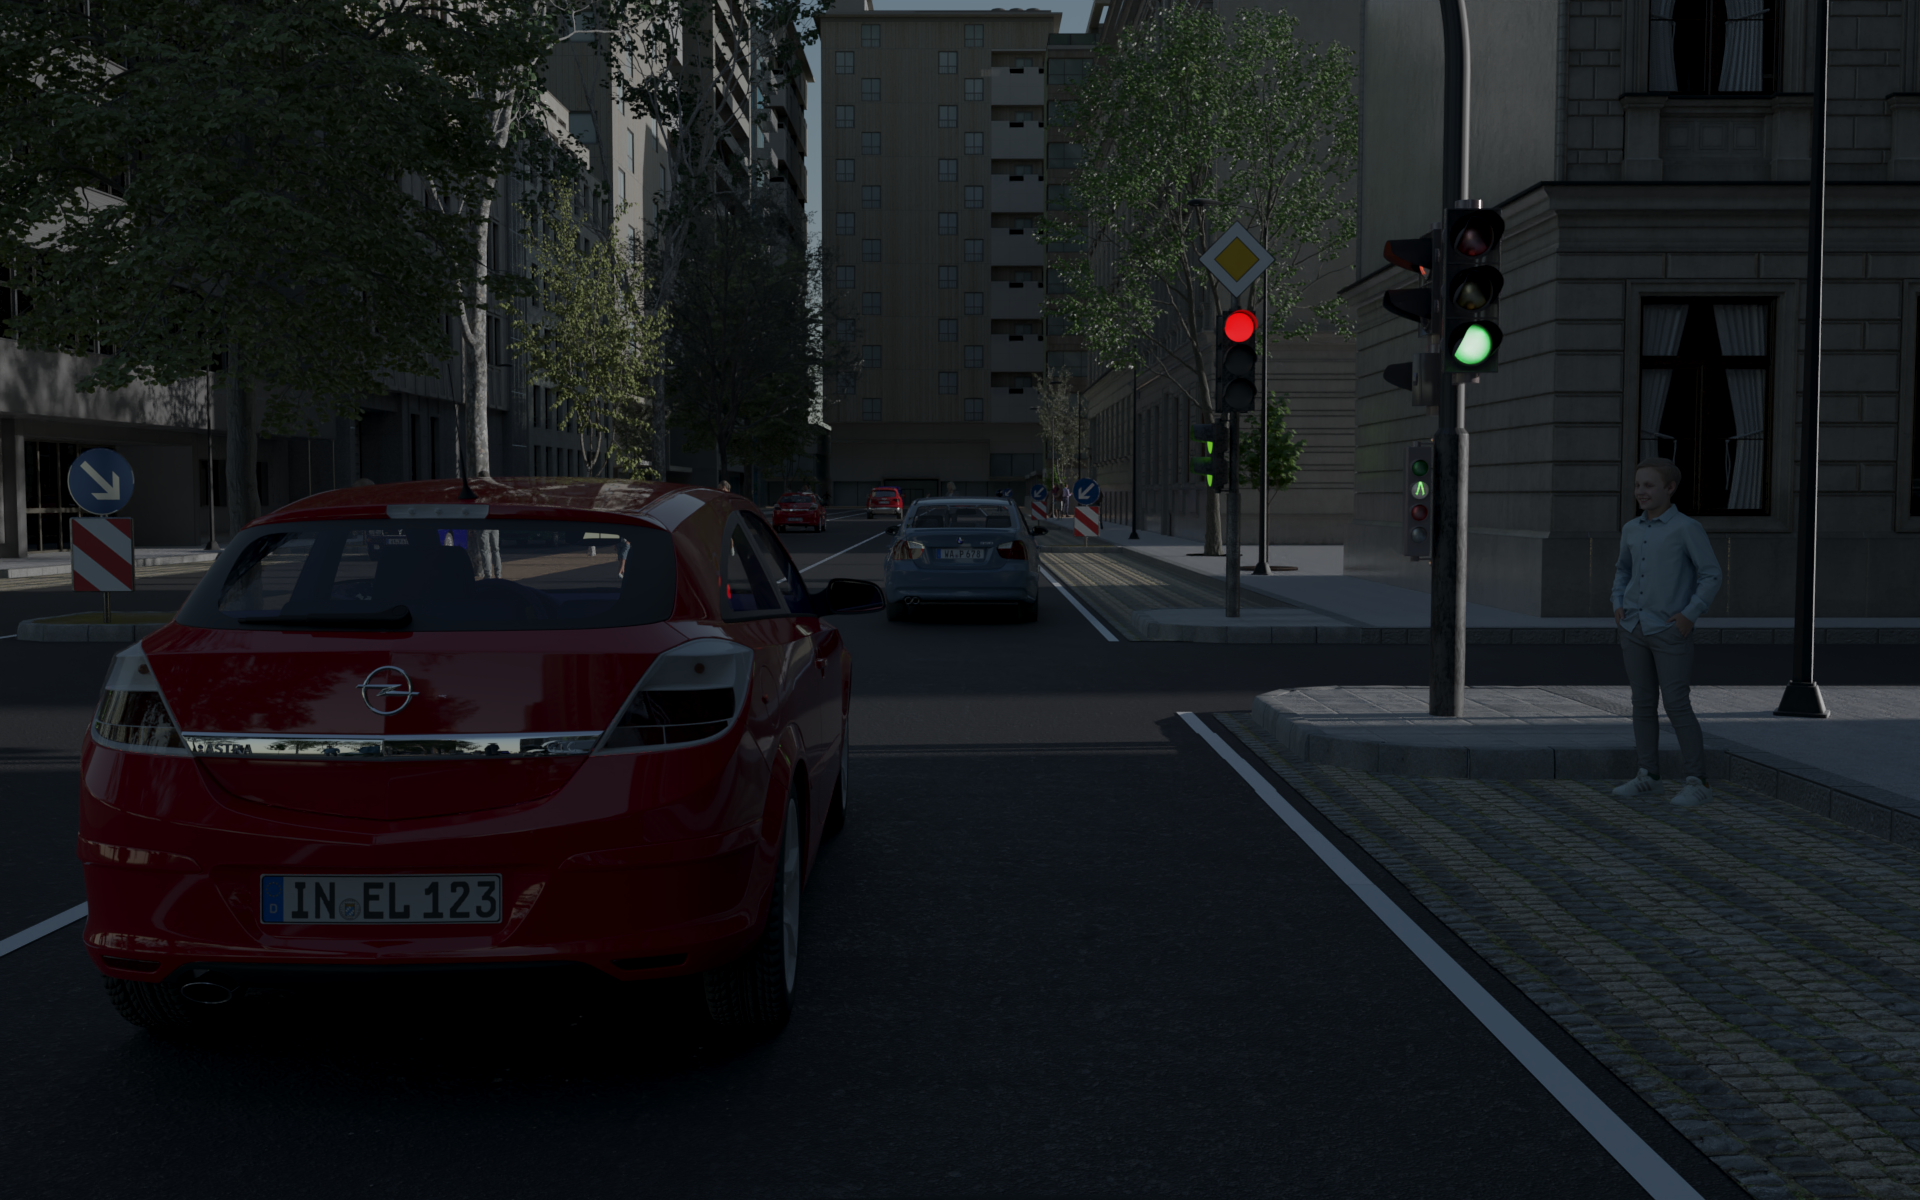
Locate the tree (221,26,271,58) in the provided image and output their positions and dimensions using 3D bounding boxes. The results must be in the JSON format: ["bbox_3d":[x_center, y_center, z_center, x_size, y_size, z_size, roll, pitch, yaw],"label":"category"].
[{"bbox_3d":[-9.552,-10.516,30.281,12.611,20.169,13.585,0,3,0],"label":"tree"}]

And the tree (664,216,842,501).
[{"bbox_3d":[-8.701,-9.153,70.242,7.486,12.596,7.792,0,3,0],"label":"tree"}]

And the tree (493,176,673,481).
[{"bbox_3d":[-8.437,-5.295,39.387,4.737,8.622,4.395,0,3,0],"label":"tree"}]

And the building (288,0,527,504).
[{"bbox_3d":[-23.339,-14.719,58.683,12.078,24.808,19.932,0,4,0],"label":"building"}]

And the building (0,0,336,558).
[{"bbox_3d":[-24.576,-13.123,33.624,14.314,24.678,30.058,0,4,0],"label":"building"}]

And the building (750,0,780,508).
[{"bbox_3d":[-32.250,-32.884,157.257,30.456,49.044,23.786,0,4,0],"label":"building"}]

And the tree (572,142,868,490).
[{"bbox_3d":[-8.256,-9.025,60.382,12.009,13.543,11.850,0,3,0],"label":"tree"}]

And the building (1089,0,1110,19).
[{"bbox_3d":[21.694,-26.895,131.622,32.217,40.220,23.993,0,4,0],"label":"building"}]

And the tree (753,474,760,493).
[{"bbox_3d":[-17.416,-9.139,144.027,1.663,3.219,1.824,0,3,0],"label":"tree"}]

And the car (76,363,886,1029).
[{"bbox_3d":[-1.353,0.178,6.134,2.155,1.783,4.494,0,4,-1],"label":"car"}]

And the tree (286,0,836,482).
[{"bbox_3d":[-9.465,-11.587,47.796,12.611,20.169,13.585,0,3,0],"label":"tree"}]

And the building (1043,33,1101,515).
[{"bbox_3d":[12.349,-20.851,112.610,14.160,30.474,14.107,0,4,0],"label":"building"}]

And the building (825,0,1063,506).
[{"bbox_3d":[-1.175,-36.785,190.666,27.495,52.752,28.713,0,4,0],"label":"building"}]

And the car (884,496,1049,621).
[{"bbox_3d":[0.067,-0.541,20.848,2.014,1.417,4.499,0,4,2],"label":"car"}]

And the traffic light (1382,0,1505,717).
[{"bbox_3d":[0.710,-2.151,9.841,4.771,5.953,1.251,0,4,0],"label":"traffic light"}]

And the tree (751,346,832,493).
[{"bbox_3d":[-7.674,-7.568,76.558,4.737,8.622,4.395,0,3,0],"label":"tree"}]

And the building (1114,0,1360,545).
[{"bbox_3d":[11.344,-13.242,52.657,11.583,22.565,21.152,0,4,0],"label":"building"}]

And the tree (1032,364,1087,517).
[{"bbox_3d":[5.823,-8.998,97.486,4.360,8.622,3.978,0,3,0],"label":"tree"}]

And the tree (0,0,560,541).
[{"bbox_3d":[-8.414,-6.091,20.171,7.486,12.596,7.792,0,3,0],"label":"tree"}]

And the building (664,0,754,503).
[{"bbox_3d":[-27.688,-31.015,130.791,21.300,48.544,21.600,0,4,0],"label":"building"}]

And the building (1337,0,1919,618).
[{"bbox_3d":[15.110,-9.629,22.060,19.286,19.102,10.561,0,4,0],"label":"building"}]

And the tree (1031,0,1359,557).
[{"bbox_3d":[5.315,-6.721,35.643,9.928,11.665,9.643,0,3,0],"label":"tree"}]

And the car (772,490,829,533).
[{"bbox_3d":[-6.051,-3.451,65.460,2.155,1.783,4.494,0,4,-1],"label":"car"}]

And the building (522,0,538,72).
[{"bbox_3d":[-32.117,-31.616,106.162,28.713,52.752,27.495,0,4,0],"label":"building"}]

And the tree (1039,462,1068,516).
[{"bbox_3d":[5.619,-6.652,103.358,1.663,3.219,1.824,0,3,0],"label":"tree"}]

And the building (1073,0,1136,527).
[{"bbox_3d":[14.012,-14.979,78.196,16.112,22.955,30.059,0,4,0],"label":"building"}]

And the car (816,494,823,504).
[{"bbox_3d":[-10.518,-6.646,120.465,2.131,1.459,4.920,0,4,1],"label":"car"}]

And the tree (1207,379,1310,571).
[{"bbox_3d":[5.234,-2.122,29.300,1.663,3.219,1.824,0,3,0],"label":"tree"}]

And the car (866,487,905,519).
[{"bbox_3d":[-4.363,-5.618,100.526,2.281,1.827,5.304,0,4,-1],"label":"car"}]

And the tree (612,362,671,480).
[{"bbox_3d":[-17.119,-8.573,90.531,4.360,8.622,3.978,0,3,0],"label":"tree"}]

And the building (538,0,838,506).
[{"bbox_3d":[-28.692,-36.814,191.143,27.495,52.752,28.713,0,4,0],"label":"building"}]

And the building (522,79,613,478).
[{"bbox_3d":[-22.710,-13.686,78.520,10.420,20.320,16.860,0,4,0],"label":"building"}]

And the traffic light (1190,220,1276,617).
[{"bbox_3d":[2.827,-1.776,17.961,0.839,4.253,0.868,0,4,0],"label":"traffic light"}]
